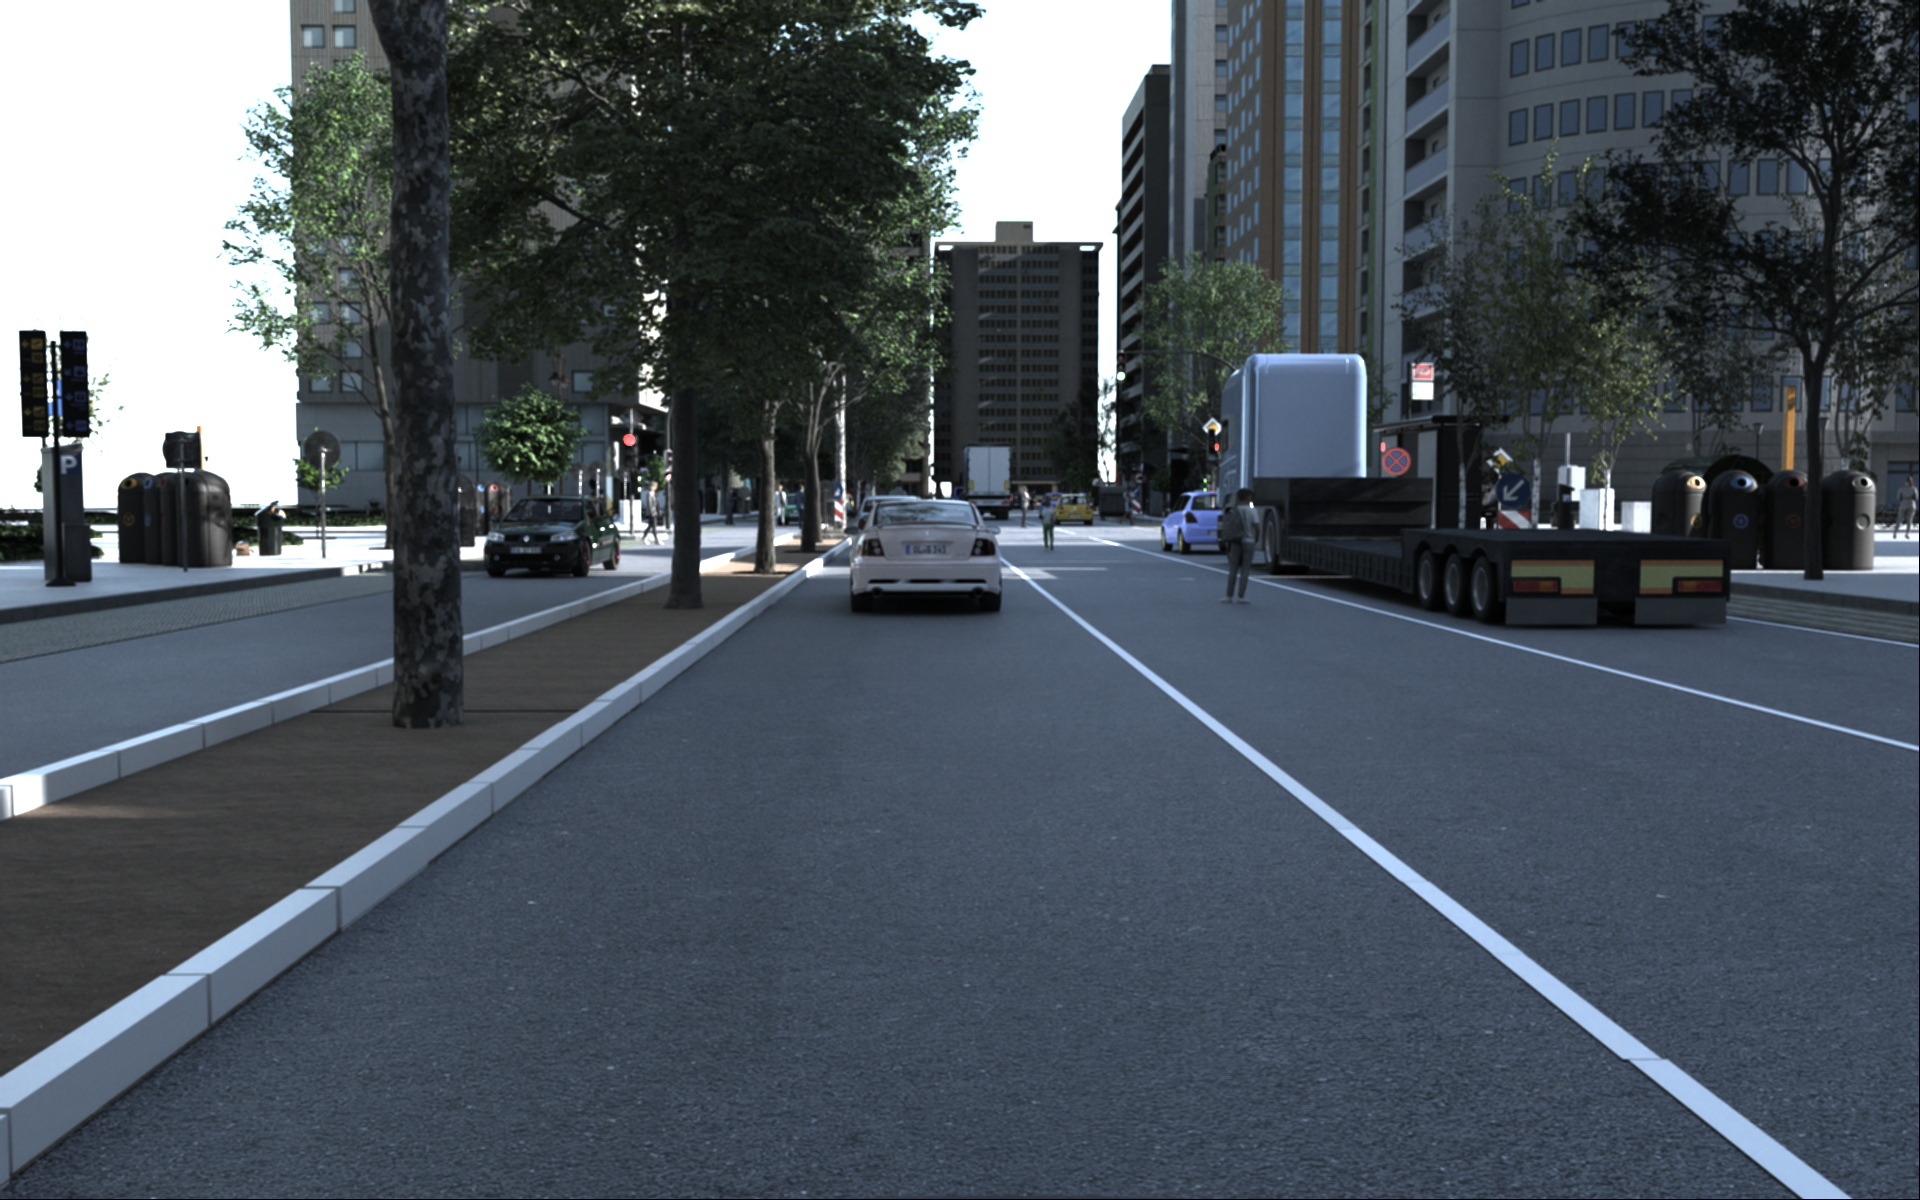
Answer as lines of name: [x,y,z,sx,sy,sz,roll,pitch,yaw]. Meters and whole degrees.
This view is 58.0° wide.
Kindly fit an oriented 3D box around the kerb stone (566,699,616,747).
kerb stone: [-2.201,0.735,10.259,0.120,0.150,1.000,0,4,-1]

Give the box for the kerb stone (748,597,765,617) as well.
kerb stone: [-2.443,0.102,20.534,0.120,0.150,1.000,0,4,-1]

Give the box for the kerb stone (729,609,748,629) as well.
kerb stone: [-2.403,0.227,18.482,0.120,0.150,1.000,0,4,-1]

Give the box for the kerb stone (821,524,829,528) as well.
kerb stone: [-5.875,-3.250,75.335,0.120,0.150,1.000,0,4,-1]

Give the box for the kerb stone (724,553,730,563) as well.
kerb stone: [-4.919,-0.832,35.805,0.120,0.150,1.000,0,4,-1]

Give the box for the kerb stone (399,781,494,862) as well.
kerb stone: [-2.129,0.918,7.191,0.120,0.150,1.000,0,4,-1]

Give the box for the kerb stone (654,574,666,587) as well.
kerb stone: [-4.695,-0.269,26.598,0.120,0.150,1.000,0,4,-1]

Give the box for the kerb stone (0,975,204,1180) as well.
kerb stone: [-2.056,1.105,4.122,0.120,0.150,1.000,0,4,-1]

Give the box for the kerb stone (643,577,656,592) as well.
kerb stone: [-4.665,-0.206,25.566,0.120,0.150,1.000,0,4,-1]

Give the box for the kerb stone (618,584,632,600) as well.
kerb stone: [-4.627,-0.081,23.521,0.120,0.150,1.000,0,4,-1]

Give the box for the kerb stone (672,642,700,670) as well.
kerb stone: [-2.299,0.483,14.352,0.120,0.150,1.000,0,4,-1]

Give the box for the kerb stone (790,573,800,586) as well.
kerb stone: [-2.598,-0.275,26.684,0.120,0.150,1.000,0,4,-1]

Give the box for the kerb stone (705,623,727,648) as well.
kerb stone: [-2.345,0.354,16.412,0.120,0.150,1.000,0,4,-1]

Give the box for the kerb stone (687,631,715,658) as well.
kerb stone: [-2.322,0.417,15.385,0.120,0.150,1.000,0,4,-1]

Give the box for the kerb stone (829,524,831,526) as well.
kerb stone: [-5.903,-3.313,76.357,0.120,0.150,1.000,0,4,-1]

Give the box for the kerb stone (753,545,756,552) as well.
kerb stone: [-5.069,-1.210,41.975,0.120,0.150,1.000,0,4,-1]

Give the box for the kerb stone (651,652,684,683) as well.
kerb stone: [-2.273,0.542,13.330,0.120,0.150,1.000,0,4,-1]

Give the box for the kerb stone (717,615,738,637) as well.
kerb stone: [-2.374,0.290,17.449,0.120,0.150,1.000,0,4,-1]

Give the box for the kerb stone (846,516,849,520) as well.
kerb stone: [-6.520,-4.879,101.978,0.120,0.150,1.000,0,4,-1]

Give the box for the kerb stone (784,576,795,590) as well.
kerb stone: [-2.571,-0.212,25.657,0.120,0.150,1.000,0,4,-1]

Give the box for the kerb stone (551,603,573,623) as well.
kerb stone: [-4.533,0.173,19.422,0.120,0.150,1.000,0,4,-1]

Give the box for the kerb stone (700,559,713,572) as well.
kerb stone: [-4.842,-0.643,32.740,0.120,0.150,1.000,0,4,-1]

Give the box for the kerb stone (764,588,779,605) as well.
kerb stone: [-2.494,-0.024,22.588,0.120,0.150,1.000,0,4,-1]

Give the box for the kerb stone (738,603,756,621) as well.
kerb stone: [-2.433,0.166,19.512,0.120,0.150,1.000,0,4,-1]

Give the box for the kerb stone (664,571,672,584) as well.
kerb stone: [-4.719,-0.332,27.623,0.120,0.150,1.000,0,4,-1]

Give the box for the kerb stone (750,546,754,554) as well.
kerb stone: [-5.045,-1.147,40.951,0.120,0.150,1.000,0,4,-1]

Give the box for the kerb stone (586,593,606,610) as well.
kerb stone: [-4.571,0.044,21.469,0.120,0.150,1.000,0,4,-1]

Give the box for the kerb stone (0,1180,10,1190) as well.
kerb stone: [-2.024,1.173,3.097,0.120,0.150,1.000,0,4,-1]

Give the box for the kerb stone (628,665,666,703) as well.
kerb stone: [-2.245,0.605,12.309,0.120,0.150,1.000,0,4,-1]

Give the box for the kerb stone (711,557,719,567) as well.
kerb stone: [-4.868,-0.707,33.761,0.120,0.150,1.000,0,4,-1]

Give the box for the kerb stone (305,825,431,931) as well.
kerb stone: [-2.097,0.981,6.169,0.120,0.150,1.000,0,4,-1]

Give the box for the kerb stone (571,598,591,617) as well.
kerb stone: [-4.548,0.111,20.448,0.120,0.150,1.000,0,4,-1]

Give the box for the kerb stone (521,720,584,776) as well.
kerb stone: [-2.179,0.793,9.237,0.120,0.150,1.000,0,4,-1]

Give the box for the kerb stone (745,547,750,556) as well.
kerb stone: [-5.019,-1.084,39.927,0.120,0.150,1.000,0,4,-1]

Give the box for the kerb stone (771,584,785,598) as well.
kerb stone: [-2.524,-0.086,23.610,0.120,0.150,1.000,0,4,-1]

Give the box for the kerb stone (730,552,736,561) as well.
kerb stone: [-4.939,-0.894,36.829,0.120,0.150,1.000,0,4,-1]

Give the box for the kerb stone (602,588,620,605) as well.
kerb stone: [-4.601,-0.019,22.500,0.120,0.150,1.000,0,4,-1]

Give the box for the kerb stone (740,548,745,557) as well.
kerb stone: [-4.988,-1.021,38.895,0.120,0.150,1.000,0,4,-1]

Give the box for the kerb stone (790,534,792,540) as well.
kerb stone: [-5.341,-1.894,53.255,0.120,0.150,1.000,0,4,-1]

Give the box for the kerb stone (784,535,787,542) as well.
kerb stone: [-5.288,-1.774,51.207,0.120,0.150,1.000,0,4,-1]

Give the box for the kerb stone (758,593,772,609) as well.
kerb stone: [-2.475,0.043,21.567,0.120,0.150,1.000,0,4,-1]

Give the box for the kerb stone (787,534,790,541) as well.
kerb stone: [-5.312,-1.837,52.233,0.120,0.150,1.000,0,4,-1]

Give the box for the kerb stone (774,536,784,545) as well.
kerb stone: [-5.264,-1.712,50.184,0.120,0.150,1.000,0,4,-1]

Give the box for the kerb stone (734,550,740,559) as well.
kerb stone: [-4.970,-0.952,37.864,0.120,0.150,1.000,0,4,-1]

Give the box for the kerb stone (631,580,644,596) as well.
kerb stone: [-4.652,-0.144,24.543,0.120,0.150,1.000,0,4,-1]

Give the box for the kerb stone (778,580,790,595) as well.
kerb stone: [-2.547,-0.149,24.631,0.120,0.150,1.000,0,4,-1]

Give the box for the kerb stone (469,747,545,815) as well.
kerb stone: [-2.150,0.857,8.215,0.120,0.150,1.000,0,4,-1]

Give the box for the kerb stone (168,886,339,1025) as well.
kerb stone: [-2.082,1.047,5.147,0.120,0.150,1.000,0,4,-1]

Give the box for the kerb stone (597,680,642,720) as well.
kerb stone: [-2.229,0.667,11.287,0.120,0.150,1.000,0,4,-1]

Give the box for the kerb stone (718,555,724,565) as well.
kerb stone: [-4.901,-0.769,34.783,0.120,0.150,1.000,0,4,-1]
